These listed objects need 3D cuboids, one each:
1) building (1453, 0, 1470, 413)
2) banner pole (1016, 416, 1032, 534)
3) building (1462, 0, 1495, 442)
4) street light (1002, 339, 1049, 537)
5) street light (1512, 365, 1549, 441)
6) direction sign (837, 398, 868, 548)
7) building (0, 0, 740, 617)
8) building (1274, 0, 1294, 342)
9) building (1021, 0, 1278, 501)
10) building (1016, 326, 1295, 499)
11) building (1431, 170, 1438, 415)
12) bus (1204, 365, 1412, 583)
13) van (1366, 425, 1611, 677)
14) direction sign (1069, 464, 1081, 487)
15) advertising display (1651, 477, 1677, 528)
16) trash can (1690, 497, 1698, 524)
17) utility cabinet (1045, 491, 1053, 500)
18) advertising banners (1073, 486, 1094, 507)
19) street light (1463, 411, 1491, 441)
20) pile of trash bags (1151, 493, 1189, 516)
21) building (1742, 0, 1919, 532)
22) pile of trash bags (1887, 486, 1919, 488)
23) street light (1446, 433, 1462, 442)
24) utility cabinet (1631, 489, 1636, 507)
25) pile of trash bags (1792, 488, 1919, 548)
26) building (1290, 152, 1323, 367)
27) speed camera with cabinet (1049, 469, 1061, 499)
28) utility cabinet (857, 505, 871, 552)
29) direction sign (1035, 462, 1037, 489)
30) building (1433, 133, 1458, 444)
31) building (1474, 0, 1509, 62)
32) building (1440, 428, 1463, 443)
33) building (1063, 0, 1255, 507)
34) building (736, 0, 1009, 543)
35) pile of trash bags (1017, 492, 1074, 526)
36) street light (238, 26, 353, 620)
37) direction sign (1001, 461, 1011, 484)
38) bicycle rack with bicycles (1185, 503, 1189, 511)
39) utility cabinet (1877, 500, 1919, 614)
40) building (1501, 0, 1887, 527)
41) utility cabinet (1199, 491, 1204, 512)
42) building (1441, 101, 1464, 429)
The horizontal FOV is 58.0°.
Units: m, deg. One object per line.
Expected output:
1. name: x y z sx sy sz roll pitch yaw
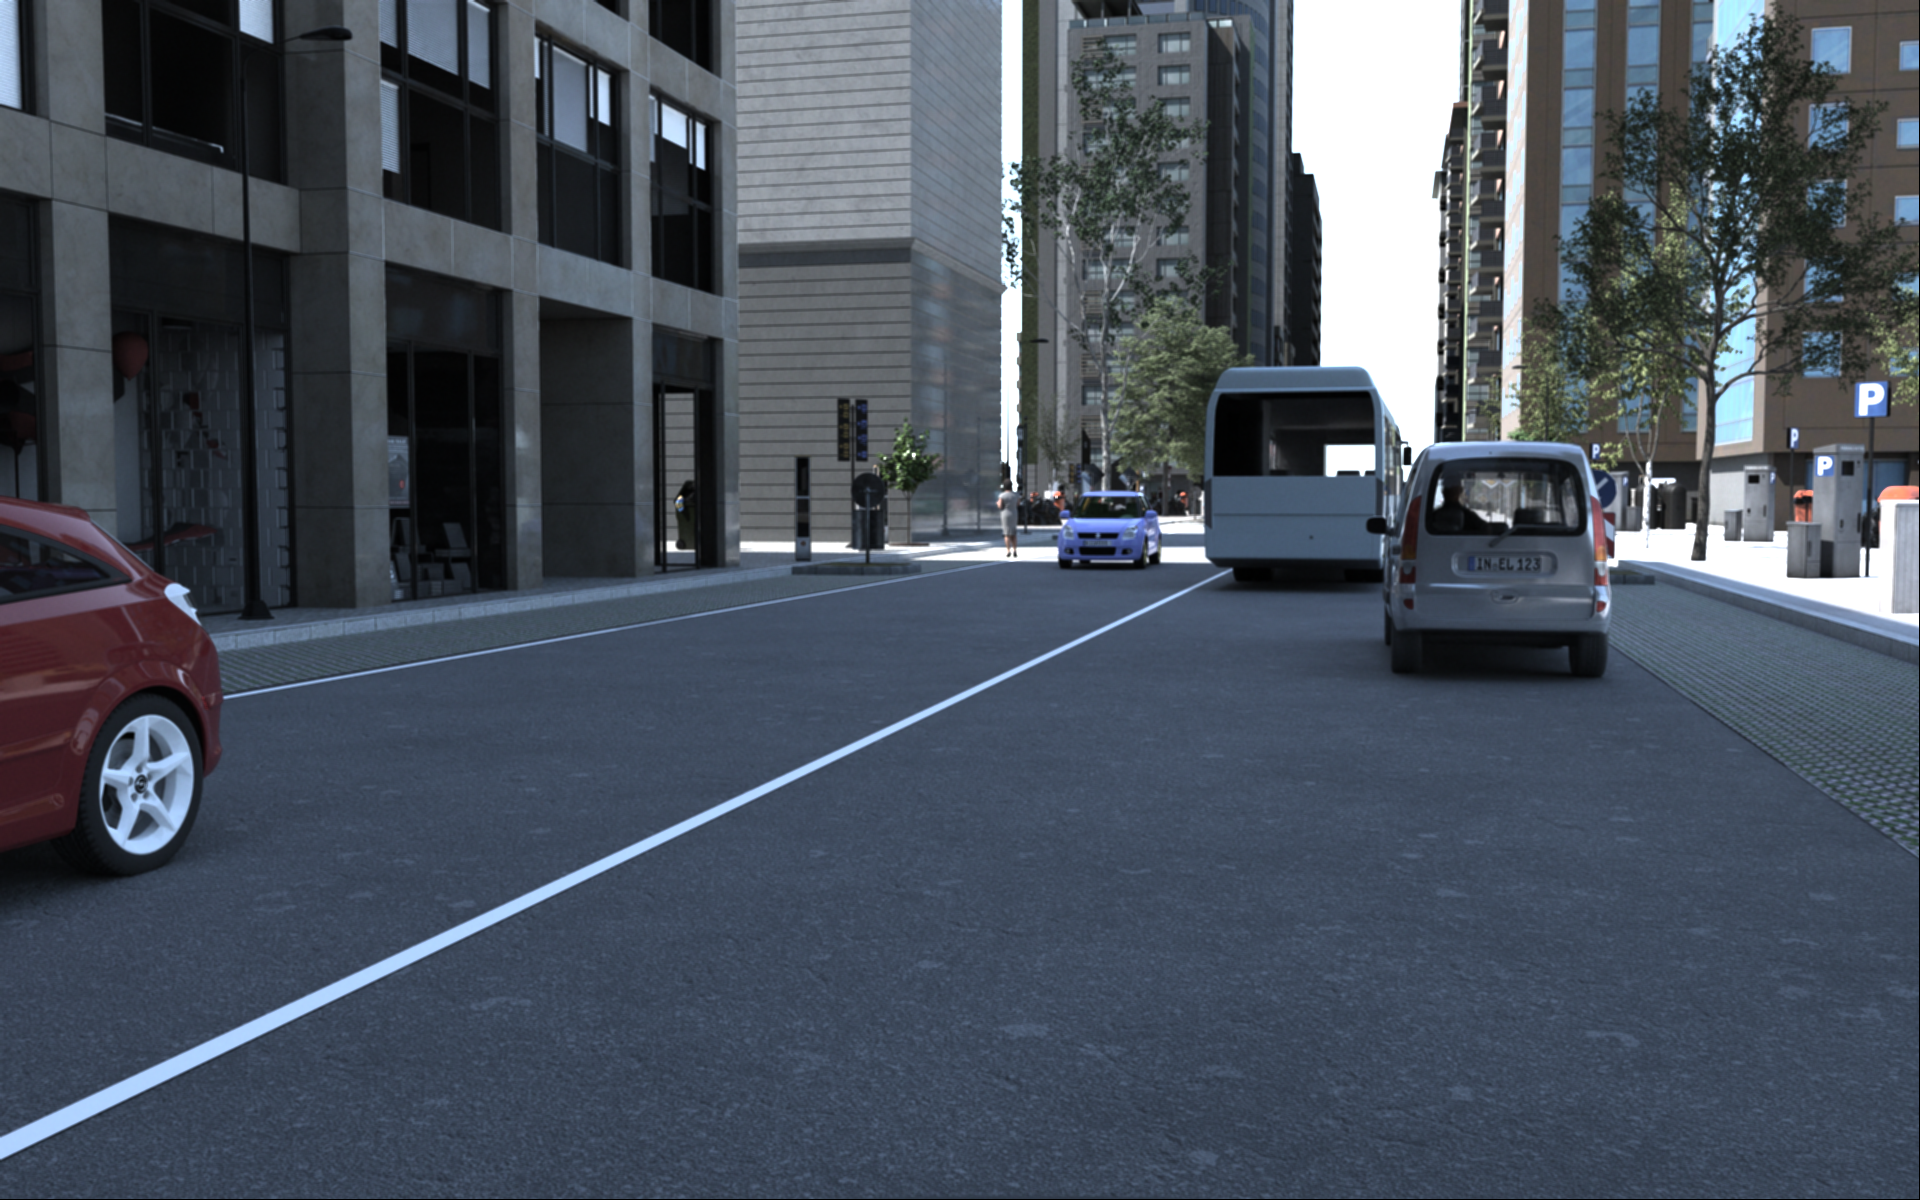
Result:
1. building: 71.709 -47.821 220.117 20.563 71.187 20.611 1 4 14
2. banner pole: 2.001 -4.007 55.539 0.401 3.779 0.863 2 4 30
3. building: 47.483 -27.781 137.816 14.154 41.232 14.086 1 4 14
4. street light: 1.970 -4.861 52.021 1.470 5.913 1.316 1 4 14
5. street light: 20.600 -5.503 62.511 1.470 5.913 1.316 1 4 14
6. direction sign: -2.558 -3.017 41.327 0.876 3.537 0.379 -3 5 -41
7. building: -17.336 -12.927 15.878 19.350 26.468 34.151 1 4 14
8. building: 35.481 -48.374 229.166 20.563 71.187 20.611 1 4 14
9. building: 18.655 -38.158 165.876 21.231 58.520 28.212 1 4 14
10. building: 22.842 -21.425 195.337 27.650 21.520 28.899 1 4 14
11. building: 88.093 -41.614 269.630 28.713 52.752 27.495 1 4 14
12. bus: 6.570 -2.233 31.371 2.948 3.499 13.247 1 4 15
13. van: 4.570 -0.493 15.072 2.013 2.044 4.112 1 4 13
14. direction sign: 8.628 -8.434 129.885 0.876 3.537 0.379 0 4 7
15. advertising display: 26.298 -3.648 64.851 0.974 1.923 0.123 2 4 29
16. trash can: 31.587 -3.813 74.002 0.748 1.137 0.748 0 3 0
17. utility cabinet: 6.858 -7.384 129.407 0.318 1.500 1.173 -3 5 -44
18. advertising banners: 8.181 -7.216 114.161 0.090 3.025 2.074 -3 5 -41
19. street light: 29.170 -7.626 97.223 1.470 5.913 1.316 1 4 14
20. pile of trash bags: 12.656 -5.699 102.924 1.912 1.369 3.447 2 4 34
21. building: 35.796 -25.222 62.490 14.200 45.320 14.600 1 4 14
22. pile of trash bags: 11.897 -0.647 20.329 3.447 1.369 1.912 -2 4 -31
23. street light: 39.336 -10.114 137.907 1.470 5.913 1.316 1 4 14
24. utility cabinet: 28.931 -4.041 74.749 1.173 1.500 0.318 2 4 34
25. pile of trash bags: 21.789 -1.936 41.408 3.447 1.369 1.912 1 4 23
26. building: 40.492 -38.325 250.321 21.300 48.544 21.600 1 4 14
27. speed camera with cabinet: 7.043 -8.158 127.716 0.660 3.252 2.038 1 4 13
28. utility cabinet: -2.164 -1.692 38.831 0.306 1.237 1.020 0 4 -5
29. direction sign: 5.411 -8.028 123.253 0.379 3.537 0.876 0 4 6
30. building: 82.222 -39.974 242.808 28.713 52.752 27.495 1 4 14
31. building: 43.888 -27.780 108.821 22.147 44.769 28.867 1 4 14
32. building: 56.534 -51.736 158.548 22.319 86.520 31.000 1 4 14
33. building: 16.878 -28.226 145.085 14.154 41.232 14.086 1 4 14
34. building: -14.226 -16.879 53.465 29.804 29.767 11.434 1 4 14
35. pile of trash bags: 3.395 -3.768 71.352 1.912 1.369 3.447 2 4 31
36. street light: -6.708 -2.749 17.483 1.470 5.913 1.316 1 4 14
37. direction sign: 3.104 -7.748 118.676 0.379 3.537 0.876 2 4 33
38. bicycle rack with bicycles: 17.410 -7.080 129.146 2.925 0.926 2.852 0 4 -3
39. utility cabinet: 10.426 -0.454 18.584 1.020 1.237 0.306 0 4 -5
40. building: 33.303 -26.358 81.057 14.600 45.320 14.200 1 4 14
41. utility cabinet: 17.805 -7.139 125.401 0.318 1.500 1.173 -3 5 -39
42. building: 64.392 -32.681 188.963 22.147 44.769 28.867 1 4 14
